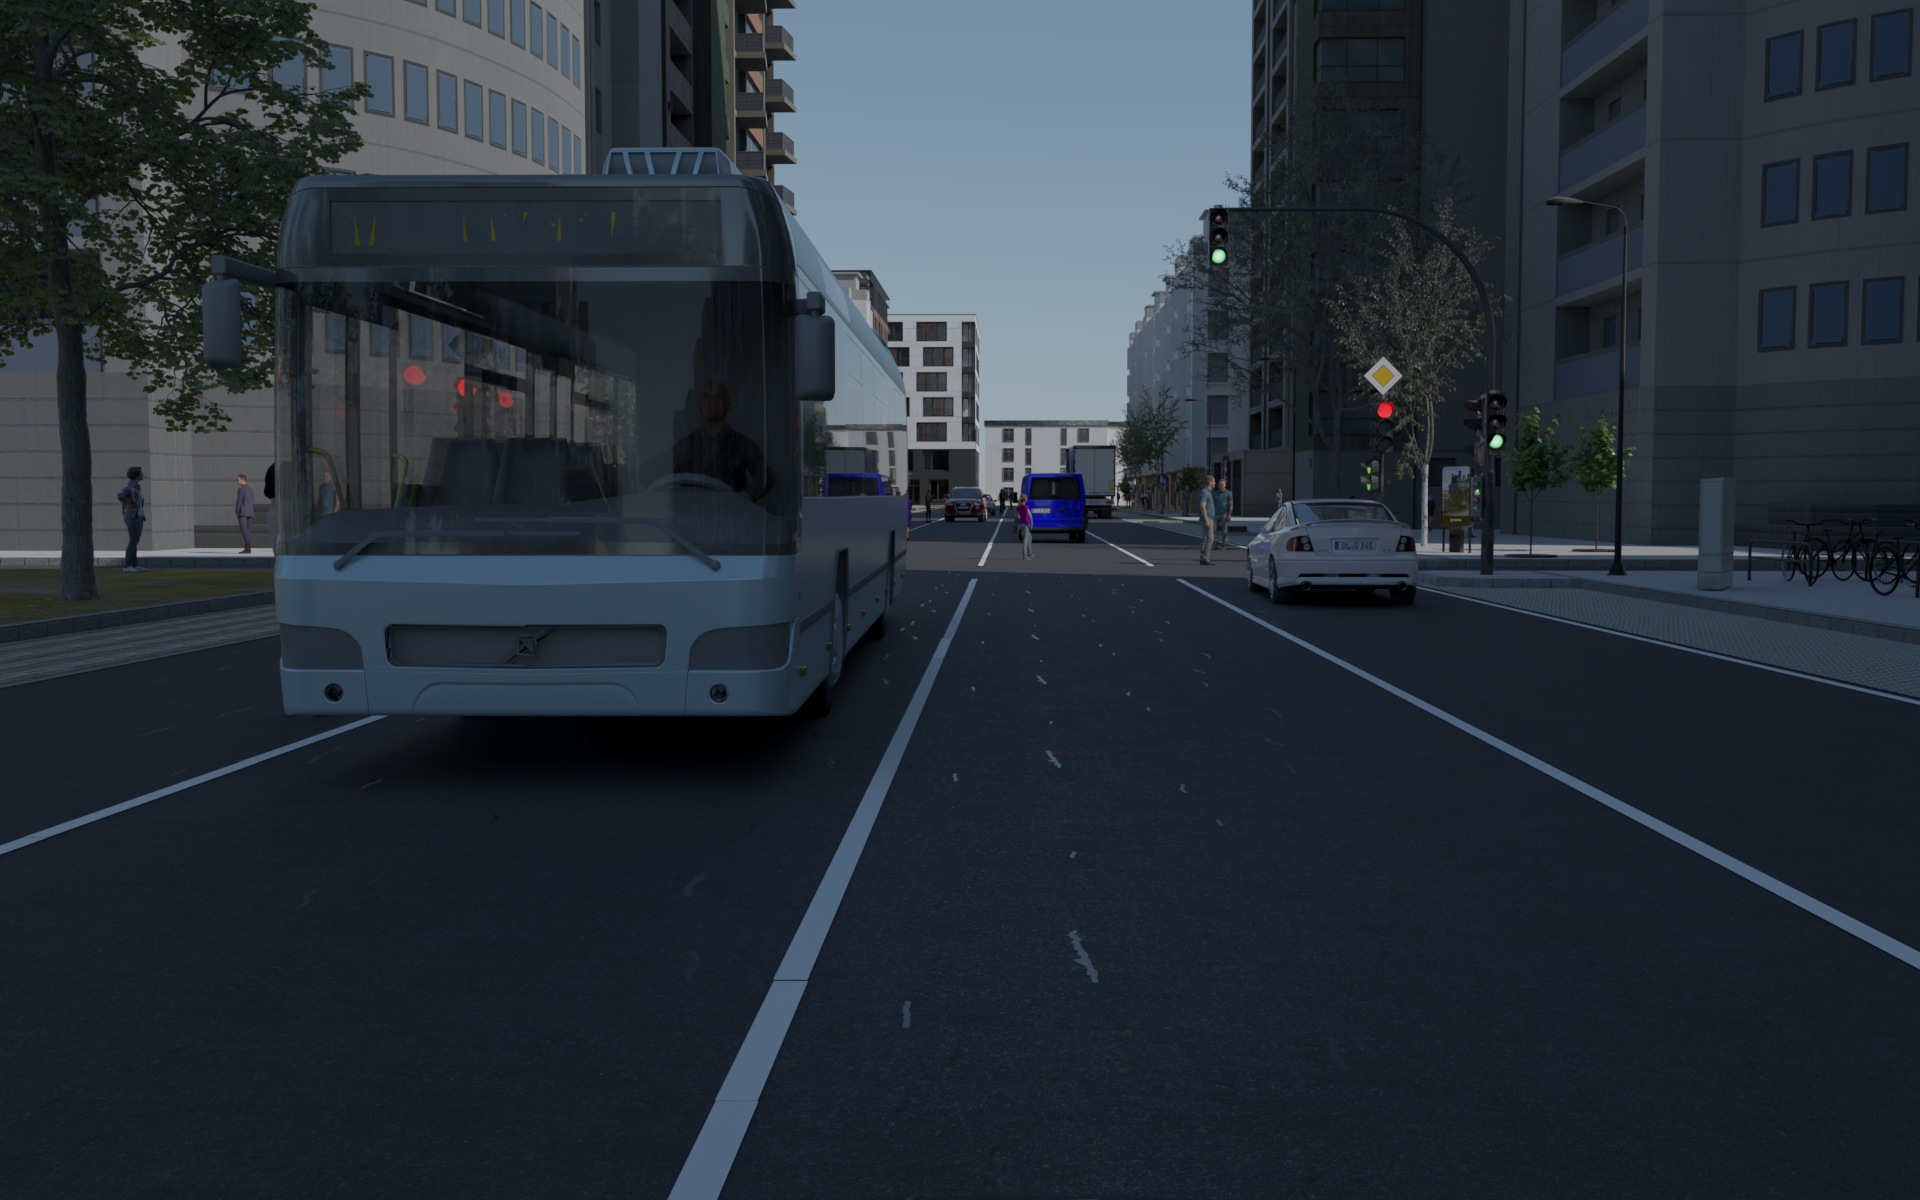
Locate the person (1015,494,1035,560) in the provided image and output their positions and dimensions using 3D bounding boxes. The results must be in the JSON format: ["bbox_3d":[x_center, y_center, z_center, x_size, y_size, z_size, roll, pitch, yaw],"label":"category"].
[{"bbox_3d":[1.506,-1.597,37.845,0.776,1.435,0.726,-3,5,-41],"label":"person"}]

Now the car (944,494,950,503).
[{"bbox_3d":[-0.453,-9.030,159.445,2.131,1.459,4.920,0,4,0],"label":"car"}]

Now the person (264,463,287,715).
[{"bbox_3d":[-4.204,-0.082,11.296,0.566,1.644,0.517,0,4,0],"label":"person"}]

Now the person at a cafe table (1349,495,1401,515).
[{"bbox_3d":[12.974,-2.718,55.308,1.726,1.238,1.698,0,4,-3],"label":"person at a cafe table"}]

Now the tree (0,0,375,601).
[{"bbox_3d":[-11.138,-6.269,20.620,7.486,12.596,7.792,0,3,0],"label":"tree"}]

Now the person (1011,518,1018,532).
[{"bbox_3d":[2.166,-2.856,65.676,0.381,0.543,0.357,2,4,28],"label":"person"}]

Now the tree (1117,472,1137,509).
[{"bbox_3d":[14.528,-9.674,152.776,1.663,3.219,1.824,0,3,0],"label":"tree"}]

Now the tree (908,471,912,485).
[{"bbox_3d":[-6.070,-10.635,157.602,4.285,4.588,4.351,0,3,0],"label":"tree"}]

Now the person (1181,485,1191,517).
[{"bbox_3d":[12.697,-5.569,97.229,0.598,1.807,0.434,-1,4,-10],"label":"person"}]

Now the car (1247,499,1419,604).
[{"bbox_3d":[5.077,-0.710,23.971,2.083,1.381,4.827,0,4,3],"label":"car"}]

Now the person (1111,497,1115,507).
[{"bbox_3d":[15.513,-10.312,176.120,0.593,1.643,0.415,-3,5,-41],"label":"person"}]

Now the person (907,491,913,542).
[{"bbox_3d":[-1.672,-2.521,52.089,0.453,1.535,0.546,-3,5,-44],"label":"person"}]

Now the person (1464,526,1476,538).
[{"bbox_3d":[14.697,-2.693,50.214,0.875,1.805,0.789,-1,4,-19],"label":"person"}]

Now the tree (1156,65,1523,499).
[{"bbox_3d":[11.001,-8.589,50.799,12.009,13.543,11.850,0,3,0],"label":"tree"}]

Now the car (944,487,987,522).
[{"bbox_3d":[0.333,-5.043,91.130,2.281,1.827,5.304,0,4,4],"label":"car"}]

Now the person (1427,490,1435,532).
[{"bbox_3d":[15.986,-3.047,59.102,0.421,1.427,0.697,0,4,6],"label":"person"}]

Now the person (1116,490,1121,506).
[{"bbox_3d":[16.352,-10.526,178.697,0.434,1.755,0.990,1,4,9],"label":"person"}]

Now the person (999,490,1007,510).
[{"bbox_3d":[3.934,-9.098,157.392,0.705,1.807,1.348,2,4,32],"label":"person"}]

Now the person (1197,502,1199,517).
[{"bbox_3d":[13.398,-4.987,95.507,0.695,0.859,0.347,-1,4,-13],"label":"person"}]

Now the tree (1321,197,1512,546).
[{"bbox_3d":[11.246,-5.643,42.633,4.360,8.622,3.978,0,3,0],"label":"tree"}]

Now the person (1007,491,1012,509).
[{"bbox_3d":[4.718,-9.497,164.219,0.568,1.767,0.683,0,4,0],"label":"person"}]

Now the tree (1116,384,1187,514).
[{"bbox_3d":[12.830,-9.993,113.740,4.737,8.622,4.395,0,3,0],"label":"tree"}]

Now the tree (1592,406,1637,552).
[{"bbox_3d":[14.206,-2.677,38.371,1.663,3.219,1.824,0,3,0],"label":"tree"}]

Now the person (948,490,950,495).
[{"bbox_3d":[-1.108,-10.144,174.360,1.348,1.822,0.705,1,4,22],"label":"person"}]

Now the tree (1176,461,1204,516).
[{"bbox_3d":[13.441,-6.513,101.094,1.663,3.219,1.824,0,3,0],"label":"tree"}]

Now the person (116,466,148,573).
[{"bbox_3d":[-13.625,-1.331,28.524,0.376,1.734,0.841,-1,4,-9],"label":"person"}]

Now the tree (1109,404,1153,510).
[{"bbox_3d":[14.127,-11.725,142.069,4.360,8.622,3.978,0,3,0],"label":"tree"}]

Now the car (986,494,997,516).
[{"bbox_3d":[1.436,-6.377,116.056,2.131,1.459,4.920,0,3,0],"label":"car"}]

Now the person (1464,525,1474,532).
[{"bbox_3d":[17.101,-2.552,58.245,0.381,0.543,0.357,0,4,7],"label":"person"}]

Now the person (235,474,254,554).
[{"bbox_3d":[-15.430,-1.859,37.361,0.530,1.710,0.541,1,4,20],"label":"person"}]

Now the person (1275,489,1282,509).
[{"bbox_3d":[15.882,-4.760,86.077,0.499,1.552,0.429,-2,4,-34],"label":"person"}]

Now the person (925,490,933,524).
[{"bbox_3d":[-1.465,-4.542,84.225,0.593,1.643,0.415,3,5,40],"label":"person"}]

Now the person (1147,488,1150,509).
[{"bbox_3d":[15.780,-8.525,145.410,0.705,1.826,1.348,2,4,24],"label":"person"}]

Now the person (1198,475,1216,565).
[{"bbox_3d":[5.027,-1.614,35.012,0.434,1.807,0.598,2,4,24],"label":"person"}]

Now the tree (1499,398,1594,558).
[{"bbox_3d":[11.553,-2.472,35.018,1.663,3.219,1.824,0,3,0],"label":"tree"}]

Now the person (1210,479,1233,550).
[{"bbox_3d":[6.643,-2.177,44.227,0.598,1.807,0.434,3,5,43],"label":"person"}]

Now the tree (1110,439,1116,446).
[{"bbox_3d":[13.714,-11.249,134.290,4.737,8.622,4.395,0,3,0],"label":"tree"}]

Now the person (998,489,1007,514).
[{"bbox_3d":[3.075,-7.263,127.269,0.705,1.822,1.348,-2,4,-26],"label":"person"}]
